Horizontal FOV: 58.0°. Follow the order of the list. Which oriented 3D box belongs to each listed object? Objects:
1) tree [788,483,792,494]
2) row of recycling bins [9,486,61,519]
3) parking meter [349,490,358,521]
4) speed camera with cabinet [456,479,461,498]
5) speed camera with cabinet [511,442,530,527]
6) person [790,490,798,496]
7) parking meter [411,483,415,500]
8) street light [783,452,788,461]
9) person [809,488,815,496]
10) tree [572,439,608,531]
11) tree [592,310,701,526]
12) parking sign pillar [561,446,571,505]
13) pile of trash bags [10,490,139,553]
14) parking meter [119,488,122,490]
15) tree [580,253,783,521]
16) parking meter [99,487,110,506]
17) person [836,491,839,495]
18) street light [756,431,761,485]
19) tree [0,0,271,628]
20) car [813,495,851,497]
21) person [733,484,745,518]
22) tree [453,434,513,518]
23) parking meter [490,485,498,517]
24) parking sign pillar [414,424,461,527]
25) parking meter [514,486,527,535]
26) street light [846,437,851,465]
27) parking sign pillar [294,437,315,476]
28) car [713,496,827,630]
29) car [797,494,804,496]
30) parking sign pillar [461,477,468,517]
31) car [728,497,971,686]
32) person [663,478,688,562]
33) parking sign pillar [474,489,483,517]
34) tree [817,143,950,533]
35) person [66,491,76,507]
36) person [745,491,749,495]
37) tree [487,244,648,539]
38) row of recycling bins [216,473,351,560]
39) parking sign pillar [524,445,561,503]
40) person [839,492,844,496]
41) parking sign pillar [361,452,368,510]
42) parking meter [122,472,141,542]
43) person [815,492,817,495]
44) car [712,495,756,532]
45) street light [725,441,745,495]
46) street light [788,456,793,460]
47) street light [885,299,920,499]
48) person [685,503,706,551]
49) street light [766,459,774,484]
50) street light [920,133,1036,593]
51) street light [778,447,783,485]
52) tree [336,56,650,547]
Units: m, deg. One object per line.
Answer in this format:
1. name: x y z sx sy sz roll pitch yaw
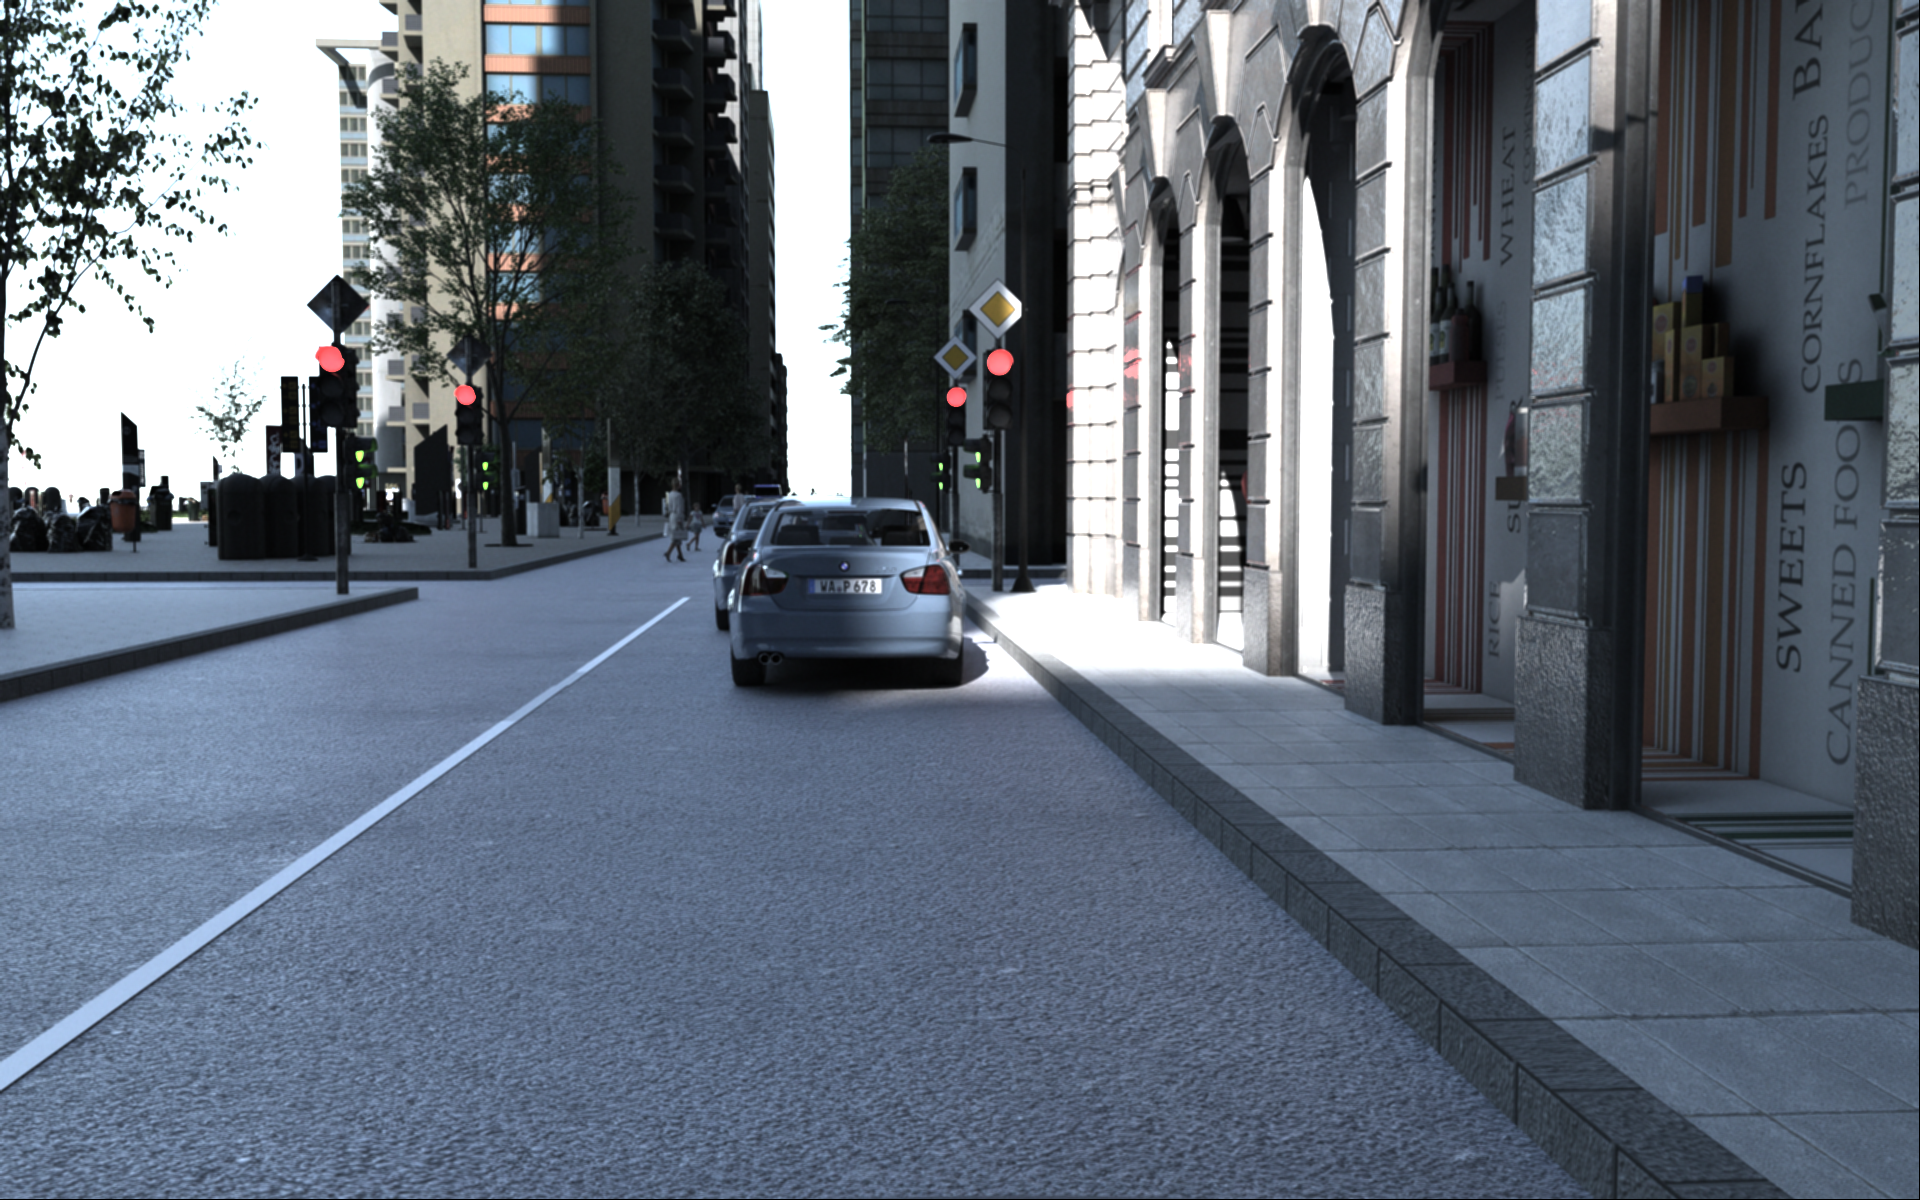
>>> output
1. tree: -26.364 -16.444 263.459 1.663 3.219 1.824 0 3 0
2. row of recycling bins: -48.330 -5.038 89.483 3.534 1.692 1.069 -1 4 -8
3. parking meter: -24.417 -3.918 69.770 0.255 1.863 0.399 -3 5 -42
4. speed camera with cabinet: -30.493 -6.681 103.565 2.038 3.252 0.660 -1 4 -15
5. speed camera with cabinet: -17.019 -4.399 66.263 0.660 3.252 2.038 0 4 1
6. person: -14.682 -8.865 153.426 1.348 1.826 0.705 1 4 13
7. parking meter: -25.512 -4.623 81.300 0.399 1.863 0.255 0 4 5
8. street light: -19.841 -13.270 189.505 1.470 5.913 1.316 0 4 -4
9. person: -8.424 -5.483 98.418 0.850 1.792 0.678 0 4 3
10. tree: -12.905 -4.085 61.399 1.663 3.219 1.824 0 3 0
11. tree: -12.751 -7.256 68.997 4.360 8.622 3.978 0 3 0
12. parking sign pillar: -22.081 -6.604 96.443 1.447 3.967 1.447 -2 4 -33
13. pile of trash bags: -19.563 -1.760 38.526 3.447 1.369 1.912 2 4 25
14. parking meter: -32.036 -3.549 66.435 0.372 1.533 0.369 0 3 0
15. tree: -13.258 -10.125 82.557 9.611 12.733 9.660 0 3 0
16. parking meter: -31.559 -3.396 63.934 0.372 1.533 0.369 0 3 0
17. person: -17.588 -14.690 248.309 1.348 1.869 0.705 -3 5 -43
18. street light: -15.415 -9.526 128.294 1.470 5.913 1.316 0 4 -4
19. tree: -8.995 -4.046 16.520 4.360 8.622 3.978 0 3 0
20. car: -3.132 -1.778 41.068 2.014 1.417 4.499 0 4 -3
21. person: -6.665 -2.712 53.505 0.598 1.740 0.731 1 4 11
22. tree: -25.831 -6.729 93.730 4.285 4.588 4.351 0 3 0
23. parking meter: -26.222 -5.615 97.521 0.399 1.863 0.255 1 4 22
24. parking sign pillar: -20.466 -4.817 67.224 1.447 3.967 1.447 0 4 6
25. parking meter: -13.874 -2.827 54.626 0.372 1.533 0.369 0 3 0
26. street light: -8.172 -10.191 139.161 1.470 5.913 1.316 0 4 -4
27. parking sign pillar: -30.993 -5.715 81.914 1.447 3.967 1.447 3 5 44
28. car: -1.799 -0.467 19.642 2.014 1.417 4.499 0 4 -4
29. car: -16.360 -10.075 174.952 2.015 1.641 3.980 0 4 -4
30. parking sign pillar: -22.536 -5.322 75.490 1.447 3.967 1.447 0 4 1
31. car: -0.892 -0.139 14.270 2.014 1.417 4.499 0 4 -2
32. person: -6.053 -1.702 36.677 0.624 1.780 0.694 -2 4 -30
33. parking sign pillar: -27.763 -6.699 97.997 1.447 3.967 1.447 1 4 10
34. tree: -0.947 -8.481 56.785 7.486 12.596 7.792 0 3 0
35. person: -92.848 -10.509 180.874 0.990 1.755 0.434 0 4 -4
36. person: -12.791 -5.718 103.803 0.330 1.601 0.589 0 3 0
37. tree: -11.143 -6.073 49.648 4.737 8.622 4.395 0 3 0
38. row of recycling bins: -13.661 -1.721 35.258 1.069 1.692 3.534 1 4 17
39. parking sign pillar: -20.937 -5.968 86.042 1.447 3.967 1.447 1 4 12
40. person: -15.516 -13.323 226.863 0.617 1.759 0.750 1 4 9
41. parking sign pillar: -35.506 -6.997 102.872 1.447 3.967 1.447 -1 4 -10
42. parking meter: -22.352 -2.510 46.746 0.255 1.863 0.399 1 4 18
43. person: -17.567 -12.456 212.879 0.721 1.743 1.217 1 4 18
44. car: -8.615 -3.394 67.493 2.014 1.417 4.499 0 4 -4
45. street light: -13.947 -8.230 107.105 1.470 5.913 1.316 0 4 -4
46. street light: -21.451 -14.567 210.717 1.470 5.913 1.316 0 4 -4
47. street light: -1.078 -4.215 41.459 1.470 5.913 1.316 0 4 -4
48. person: -6.674 -1.854 43.821 0.382 1.210 0.505 3 4 39
49. street light: -17.007 -10.822 149.475 1.470 5.913 1.316 0 4 -4
50. street light: 0.284 -3.055 22.484 1.470 5.913 1.316 0 4 -4
51. street light: -18.505 -12.118 170.662 1.470 5.913 1.316 0 4 -4
52. tree: -11.221 -7.123 42.209 9.928 11.665 9.643 0 3 0
